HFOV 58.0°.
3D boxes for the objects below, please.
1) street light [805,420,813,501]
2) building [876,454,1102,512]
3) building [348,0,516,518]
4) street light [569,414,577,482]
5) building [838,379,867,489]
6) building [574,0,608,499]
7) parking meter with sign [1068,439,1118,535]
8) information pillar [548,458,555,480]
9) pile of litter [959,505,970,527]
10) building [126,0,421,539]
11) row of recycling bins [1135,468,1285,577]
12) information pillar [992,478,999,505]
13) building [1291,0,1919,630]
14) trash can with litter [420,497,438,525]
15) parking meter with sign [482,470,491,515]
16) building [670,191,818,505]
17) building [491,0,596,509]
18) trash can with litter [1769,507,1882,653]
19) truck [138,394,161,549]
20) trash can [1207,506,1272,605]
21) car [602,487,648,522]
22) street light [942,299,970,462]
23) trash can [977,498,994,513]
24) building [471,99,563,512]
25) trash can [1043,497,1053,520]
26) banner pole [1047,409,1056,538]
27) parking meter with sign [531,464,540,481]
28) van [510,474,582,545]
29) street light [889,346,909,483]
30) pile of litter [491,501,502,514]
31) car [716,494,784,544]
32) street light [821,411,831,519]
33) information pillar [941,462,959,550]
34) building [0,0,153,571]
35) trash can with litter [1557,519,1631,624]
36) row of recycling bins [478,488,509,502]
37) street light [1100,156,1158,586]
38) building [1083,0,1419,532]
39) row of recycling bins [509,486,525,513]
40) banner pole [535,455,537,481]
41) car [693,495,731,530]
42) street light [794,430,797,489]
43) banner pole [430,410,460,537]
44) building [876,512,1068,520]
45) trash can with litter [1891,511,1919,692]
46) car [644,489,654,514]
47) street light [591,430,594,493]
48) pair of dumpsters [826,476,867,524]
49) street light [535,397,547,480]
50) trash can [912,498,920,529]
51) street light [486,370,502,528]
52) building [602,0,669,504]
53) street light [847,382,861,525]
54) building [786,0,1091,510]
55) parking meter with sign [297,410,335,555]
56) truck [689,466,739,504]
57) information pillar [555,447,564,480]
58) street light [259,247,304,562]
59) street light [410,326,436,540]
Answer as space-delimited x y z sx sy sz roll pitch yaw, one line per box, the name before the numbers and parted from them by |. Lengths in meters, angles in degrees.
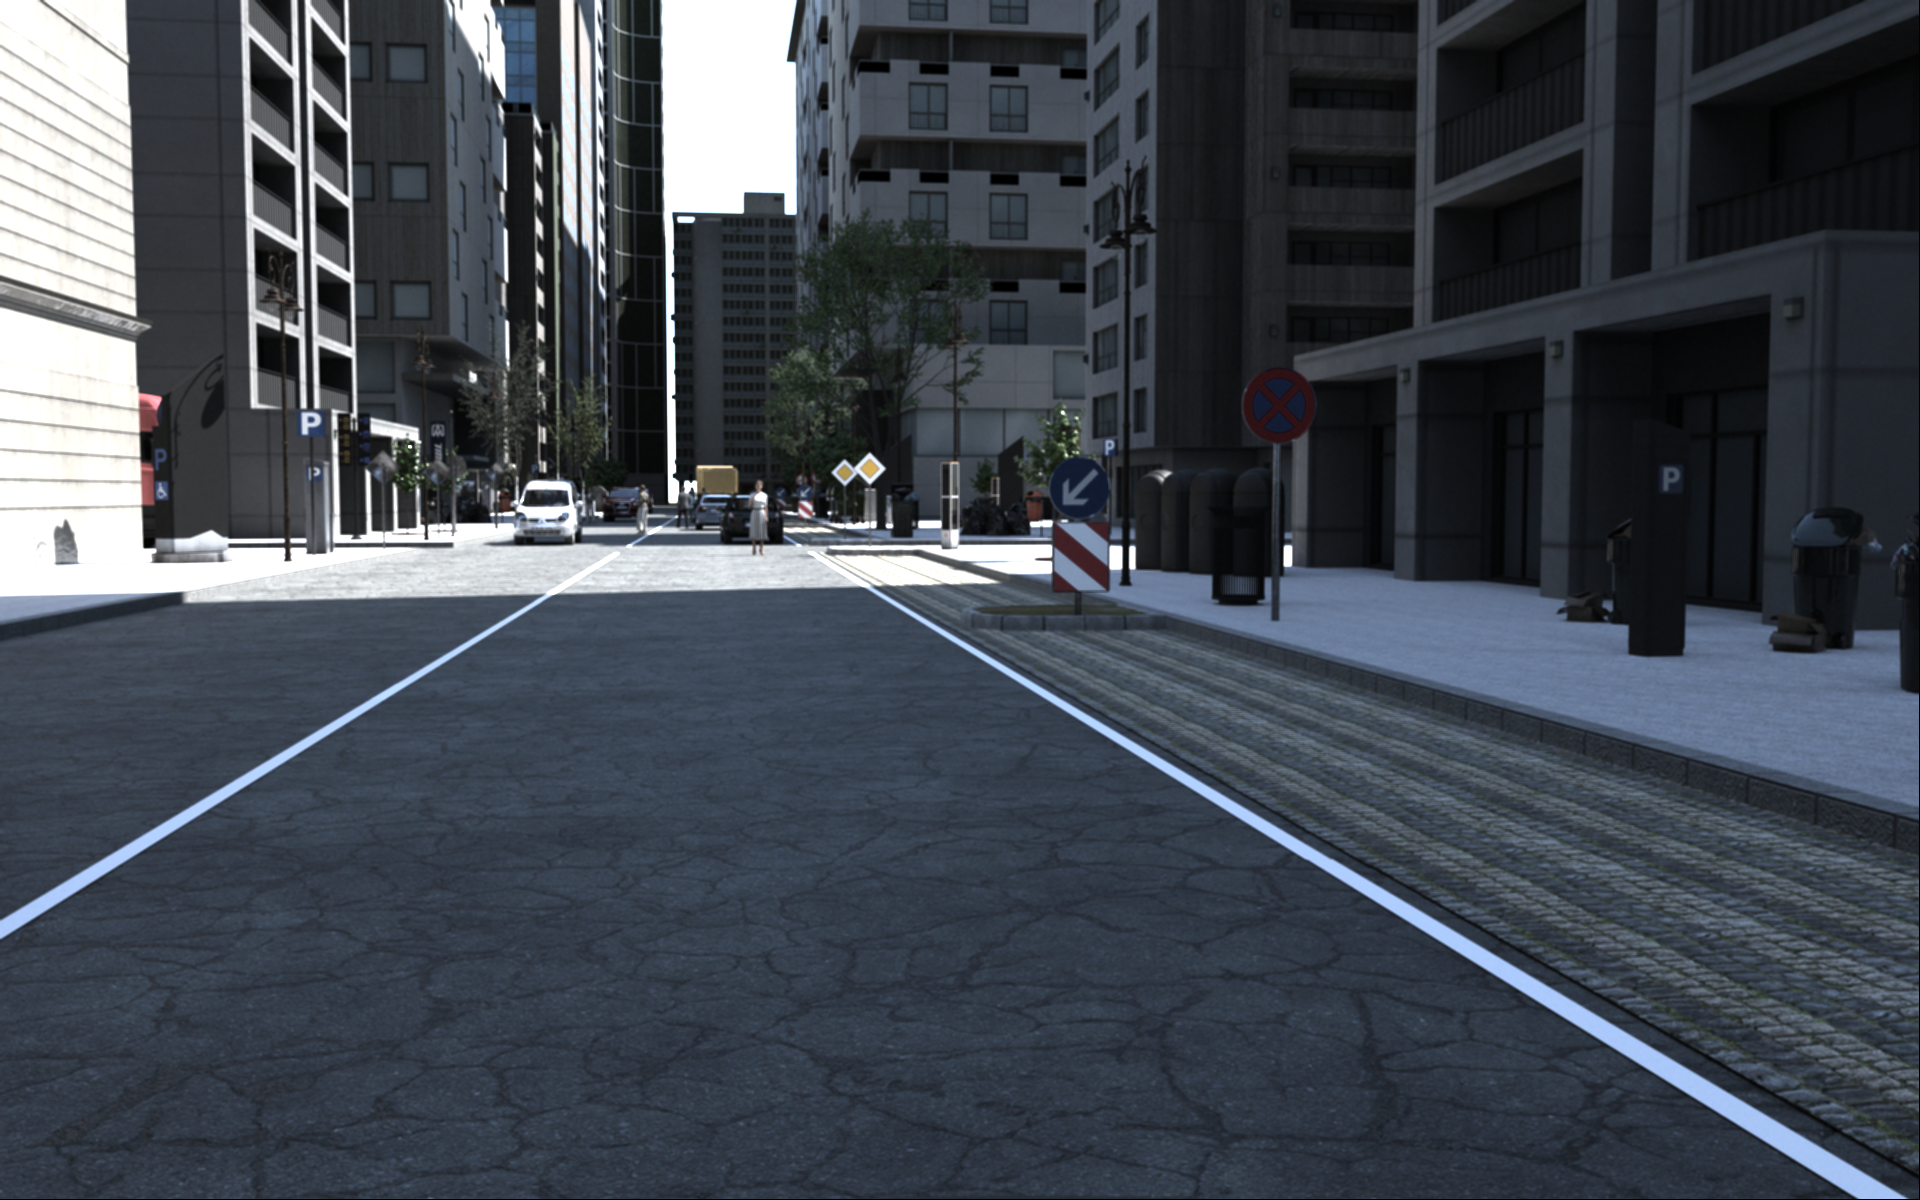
street light | -9.197 -8.130 105.705 0.468 5.910 1.993 0 4 -8
building | 0.251 -34.721 156.929 28.713 52.752 27.495 0 4 -8
building | -38.784 -30.647 90.318 28.713 52.752 27.495 0 4 -8
street light | -21.964 -7.683 98.406 0.468 5.910 1.993 0 4 -8
building | -2.762 -22.282 136.012 14.160 30.474 14.107 0 4 -8
building | -51.648 -39.078 180.925 28.212 58.520 21.231 0 4 -8
parking meter with sign | 4.127 -3.544 54.201 1.738 3.016 0.543 -3 5 -41
information pillar | -26.611 -7.443 113.055 0.504 3.616 0.183 0 4 8
pile of litter | 0.102 -3.257 67.222 1.176 0.858 1.719 -1 4 -16
building | -29.581 -37.815 56.520 20.563 71.187 20.611 0 4 -8
row of recycling bins | 4.012 -1.293 28.257 1.069 1.692 3.534 -2 4 -28
information pillar | 1.584 -4.466 77.508 0.304 2.012 0.304 1 4 12
building | 17.456 -35.578 19.959 20.563 71.187 20.611 0 4 -8
trash can with litter | -22.422 -3.748 72.674 1.055 1.170 0.624 1 4 11
parking meter with sign | -29.749 -6.885 108.834 0.543 3.016 1.738 -2 4 -26
building | -25.381 -32.628 225.353 23.993 40.220 32.217 0 4 -8
building | -40.469 -30.916 155.583 14.600 45.320 14.200 0 4 -8
trash can with litter | 7.116 -0.177 14.282 0.624 1.170 1.055 3 5 43
truck | -23.587 -3.200 41.232 11.283 4.237 2.839 -1 4 -8
trash can | 3.239 -0.519 20.132 0.748 1.137 0.748 0 3 0
car | -17.518 -5.022 90.782 2.281 1.827 5.304 0 4 -6
street light | -0.109 -4.184 41.203 0.468 5.910 1.993 0 4 -8
trash can | 1.056 -3.669 71.646 0.748 1.137 0.748 0 3 0
building | -37.153 -21.757 127.430 14.160 30.474 14.107 0 4 -8
trash can | 4.362 -4.459 84.565 0.748 1.137 0.748 0 3 0
banner pole | 2.865 -3.672 50.051 0.401 3.779 0.863 -2 4 -34
parking meter with sign | -24.562 -6.466 101.975 0.543 3.016 1.738 1 4 17
van | -11.889 -2.632 50.051 2.013 2.044 4.112 0 4 -8
street light | -1.903 -4.980 54.204 0.468 5.910 1.993 0 4 -8
pile of litter | -30.939 -6.166 114.775 1.176 0.858 1.719 3 5 43
car | -6.156 -2.520 50.989 2.009 1.686 4.222 -1 4 -10
street light | -6.829 -7.081 88.562 0.468 5.910 1.993 0 4 -8
information pillar | -0.234 -2.172 40.007 0.304 2.012 0.304 3 4 39
building | -37.086 -15.160 24.284 44.131 29.872 17.030 0 4 -8
trash can with litter | 6.485 -0.357 17.217 1.055 1.170 0.624 3 5 41
row of recycling bins | -32.958 -6.906 120.022 3.534 1.692 1.069 0 4 -2
street light | 2.324 -3.140 24.122 0.468 5.910 1.993 0 4 -8
building | 12.758 -17.795 62.655 14.107 30.474 14.160 0 4 -8
row of recycling bins | -21.770 -5.061 89.860 3.534 1.692 1.069 3 5 40
banner pole | -27.311 -7.445 111.736 0.401 3.779 0.863 -1 4 -18
car | -9.807 -3.552 70.083 2.014 1.417 4.499 0 4 -8
street light | -11.685 -9.185 122.961 0.468 5.910 1.993 0 4 -8
banner pole | -15.477 -3.789 51.961 0.863 3.779 0.401 0 4 1
building | 6.732 -31.171 98.886 28.713 52.752 27.495 0 4 -8
trash can with litter | 6.586 0.016 11.132 1.055 1.170 0.624 2 4 25
car | -23.940 -7.361 129.020 2.281 1.827 5.304 -1 4 -9
street light | -24.475 -8.711 115.205 0.468 5.910 1.993 0 4 -8
pair of dumpsters | -4.982 -4.515 76.318 1.574 2.255 4.437 -1 4 -8
street light | -19.586 -6.627 81.144 0.468 5.910 1.993 0 4 -8
trash can | -1.816 -3.161 63.338 0.748 1.137 0.748 0 3 0
street light | -17.320 -5.612 64.548 0.468 5.910 1.993 0 4 -8
building | -47.317 -47.580 216.188 20.611 71.187 20.563 0 4 -8
street light | -4.392 -6.049 71.685 0.468 5.910 1.993 0 4 -8
building | -3.399 -36.396 184.306 28.713 52.752 27.495 0 4 -8
parking meter with sign | -13.718 -2.493 37.016 0.543 3.016 1.738 -1 4 -12
truck | -16.659 -7.479 118.199 3.469 3.379 9.791 -1 4 -10
information pillar | -19.778 -5.789 86.000 0.183 3.616 0.504 0 4 6
street light | -12.734 -3.661 32.641 0.468 5.910 1.993 0 4 -8
street light | -14.775 -4.587 47.793 0.468 5.910 1.993 0 4 -8
